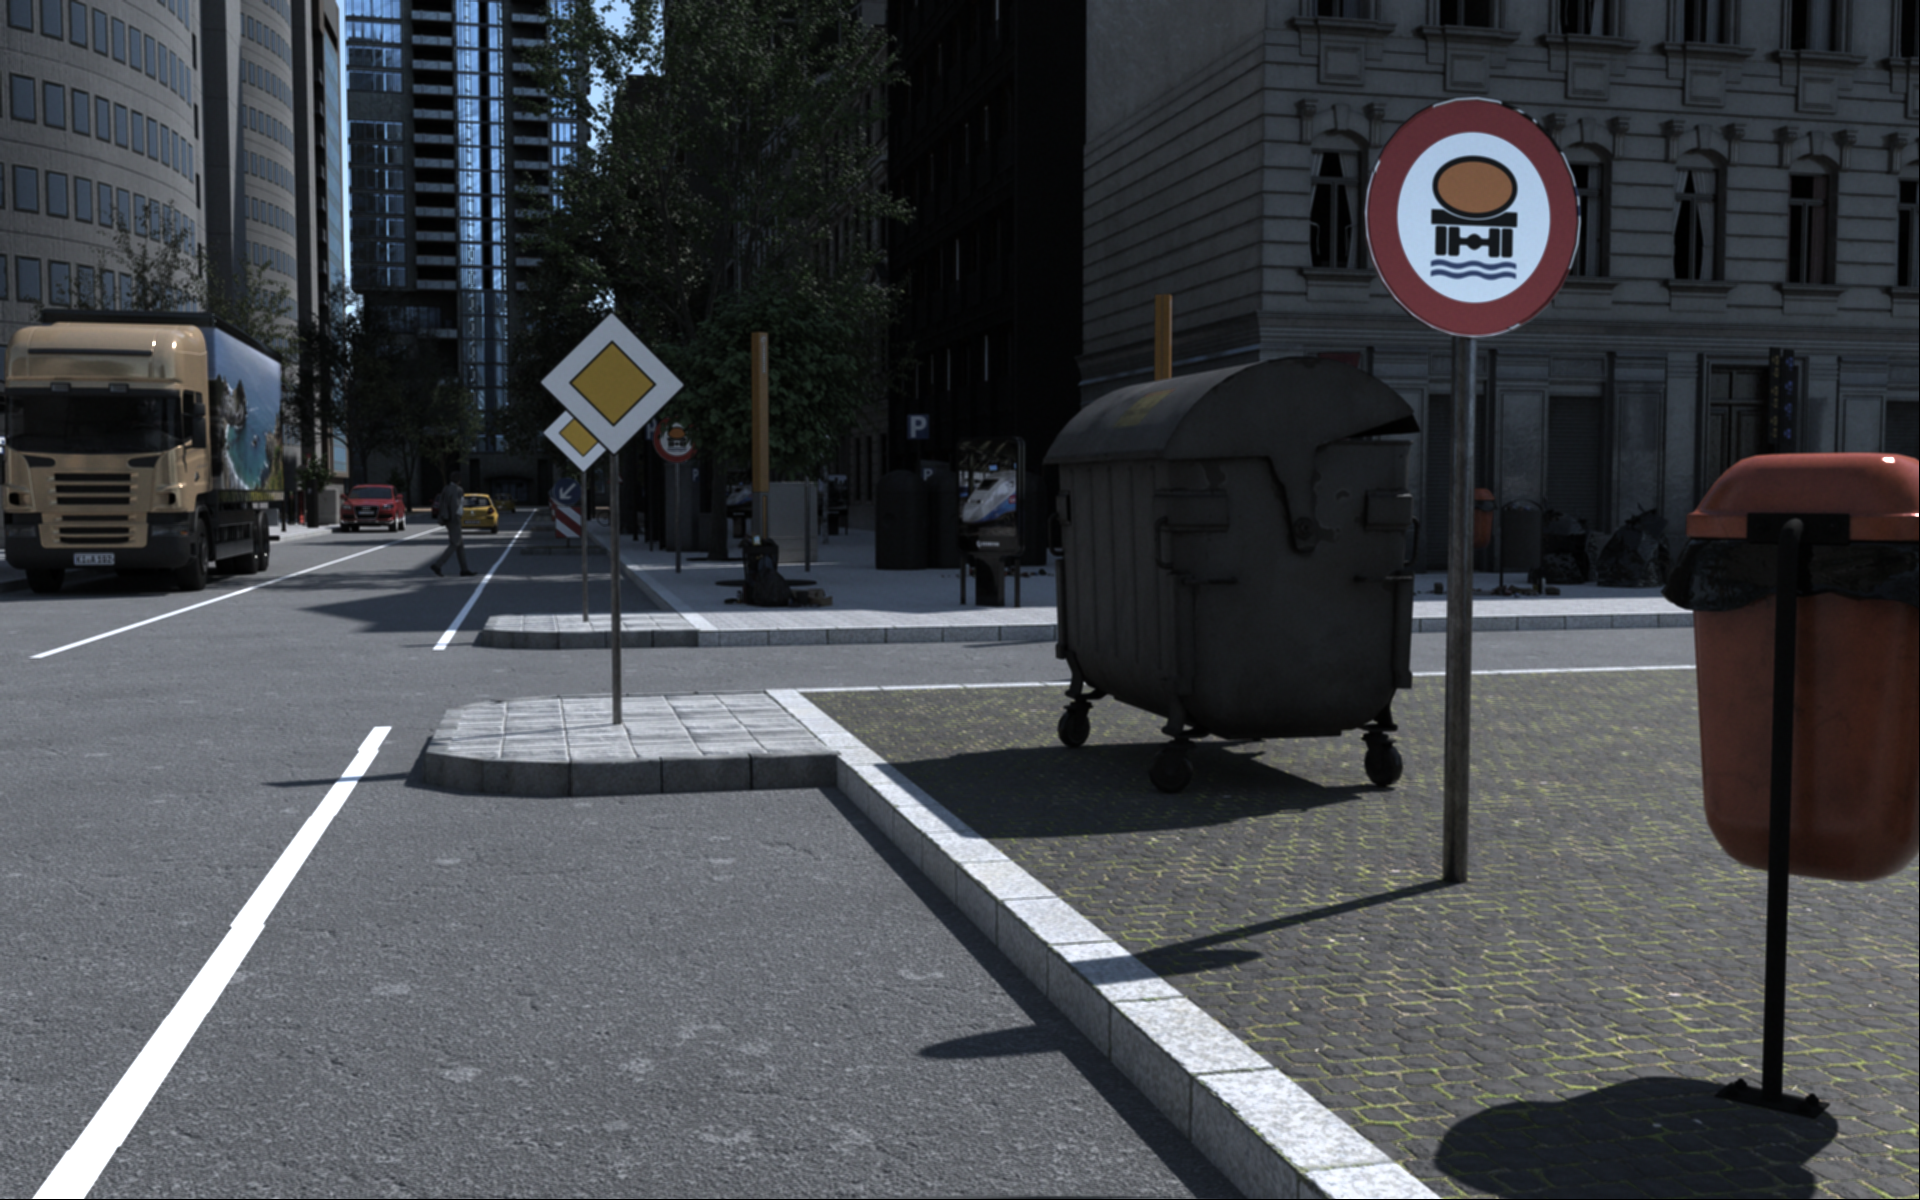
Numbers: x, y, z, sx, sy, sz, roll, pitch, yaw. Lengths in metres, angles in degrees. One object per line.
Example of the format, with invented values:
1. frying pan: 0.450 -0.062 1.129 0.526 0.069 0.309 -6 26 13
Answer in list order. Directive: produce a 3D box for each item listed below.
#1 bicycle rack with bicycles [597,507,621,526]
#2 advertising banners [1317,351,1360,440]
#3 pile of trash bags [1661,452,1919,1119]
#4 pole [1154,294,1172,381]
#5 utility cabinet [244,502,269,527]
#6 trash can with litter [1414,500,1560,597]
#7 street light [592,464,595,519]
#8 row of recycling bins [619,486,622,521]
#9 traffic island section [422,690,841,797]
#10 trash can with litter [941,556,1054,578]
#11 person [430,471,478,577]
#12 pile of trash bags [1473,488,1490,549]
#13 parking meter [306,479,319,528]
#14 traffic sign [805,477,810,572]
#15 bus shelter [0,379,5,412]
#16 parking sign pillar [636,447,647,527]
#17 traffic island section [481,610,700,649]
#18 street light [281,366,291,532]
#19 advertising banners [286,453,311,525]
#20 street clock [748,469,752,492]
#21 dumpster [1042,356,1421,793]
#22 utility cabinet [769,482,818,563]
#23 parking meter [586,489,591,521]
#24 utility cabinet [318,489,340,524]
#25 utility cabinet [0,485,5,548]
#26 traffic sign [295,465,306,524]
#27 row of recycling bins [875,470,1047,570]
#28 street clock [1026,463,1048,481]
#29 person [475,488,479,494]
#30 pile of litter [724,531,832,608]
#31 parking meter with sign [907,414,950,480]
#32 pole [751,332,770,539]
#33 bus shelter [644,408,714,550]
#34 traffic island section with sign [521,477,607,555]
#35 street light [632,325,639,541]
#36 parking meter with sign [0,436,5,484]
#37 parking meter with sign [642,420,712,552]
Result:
1. bicycle rack with bicycles: -13.176 -3.502 70.640 2.925 0.926 2.852 0 4 -4
2. advertising banners: 3.887 -1.546 21.469 2.074 3.025 0.090 0 4 8
3. pile of trash bags: 2.927 0.421 2.870 3.447 1.369 1.912 3 5 41
4. pole: 2.083 -1.466 17.814 0.158 3.312 0.155 0 3 0
5. utility cabinet: -23.868 -2.911 58.749 0.306 1.237 1.020 1 4 9
6. trash can with litter: 6.788 -0.685 22.250 2.233 1.210 1.678 0 4 -1
7. street light: -19.187 -7.202 90.547 0.468 5.910 1.993 -1 4 -13
8. row of recycling bins: -14.925 -4.452 79.899 1.069 1.692 3.534 1 4 13
9. traffic island section: -1.893 0.771 9.673 2.009 0.180 2.903 -1 4 -13
10. trash can with litter: 0.896 -0.979 27.072 2.233 1.210 1.678 0 4 8
11. person: -8.778 -1.312 30.045 0.850 1.850 0.679 -2 4 -33
12. pile of trash bags: 8.758 -0.953 25.338 1.912 1.369 3.447 -3 5 -41
13. parking meter: -24.676 -3.686 65.974 0.399 1.863 0.255 2 4 25
14. traffic sign: -2.520 -1.741 28.572 0.768 2.556 0.104 -1 4 -13
15. bus shelter: -16.177 -2.026 27.055 2.014 3.302 5.546 -1 4 -13
16. parking sign pillar: -12.174 -4.825 67.358 1.447 3.967 1.447 0 4 -4
17. traffic island section: -3.749 0.296 17.441 2.009 0.180 2.903 -1 4 -13
18. street light: -23.115 -5.274 59.025 0.468 5.910 1.993 -1 4 -13
19. advertising banners: -27.917 -4.714 73.270 0.090 3.025 2.074 1 4 9
20. street clock: -4.802 -2.247 41.312 0.471 2.002 0.358 -2 4 -35
21. dumpster: 1.237 -0.147 8.167 1.264 1.857 1.865 -1 4 -14
22. utility cabinet: -3.202 -1.427 32.018 1.173 1.500 0.318 -3 5 -41
23. parking meter: -18.120 -4.628 84.081 0.372 1.533 0.369 0 3 0
24. utility cabinet: -26.458 -3.888 72.247 1.173 1.500 0.318 1 4 16
25. utility cabinet: -22.331 -1.959 40.701 1.173 1.500 0.318 2 4 27
26. traffic sign: -28.443 -4.588 75.119 0.768 2.556 0.104 0 4 -6
27. row of recycling bins: 0.103 -1.421 30.345 3.534 1.692 1.069 -3 4 -38
28. street clock: 1.800 -2.203 40.584 0.471 2.002 0.358 1 4 19
29. person: -32.519 -6.618 116.788 0.705 1.814 1.350 1 4 9
30. pile of litter: -2.133 -0.385 20.253 1.176 0.858 1.719 -1 4 -19
31. parking meter with sign: -0.532 -2.591 38.623 0.543 3.016 1.738 2 4 26
32. pole: -2.524 -1.717 21.922 0.158 3.312 0.155 0 3 0
33. bus shelter: -7.114 -3.145 42.700 1.731 3.624 6.357 -1 4 -13
34. traffic island section with sign: -9.518 -2.012 41.523 1.989 1.847 2.006 -1 4 -13
35. street light: -8.933 -4.570 47.514 0.468 5.910 1.993 -1 4 -13
36. parking meter with sign: -29.525 -3.407 51.967 1.738 3.016 0.543 0 4 2
37. parking meter with sign: -6.170 -2.584 38.514 1.738 3.016 0.543 1 4 22
